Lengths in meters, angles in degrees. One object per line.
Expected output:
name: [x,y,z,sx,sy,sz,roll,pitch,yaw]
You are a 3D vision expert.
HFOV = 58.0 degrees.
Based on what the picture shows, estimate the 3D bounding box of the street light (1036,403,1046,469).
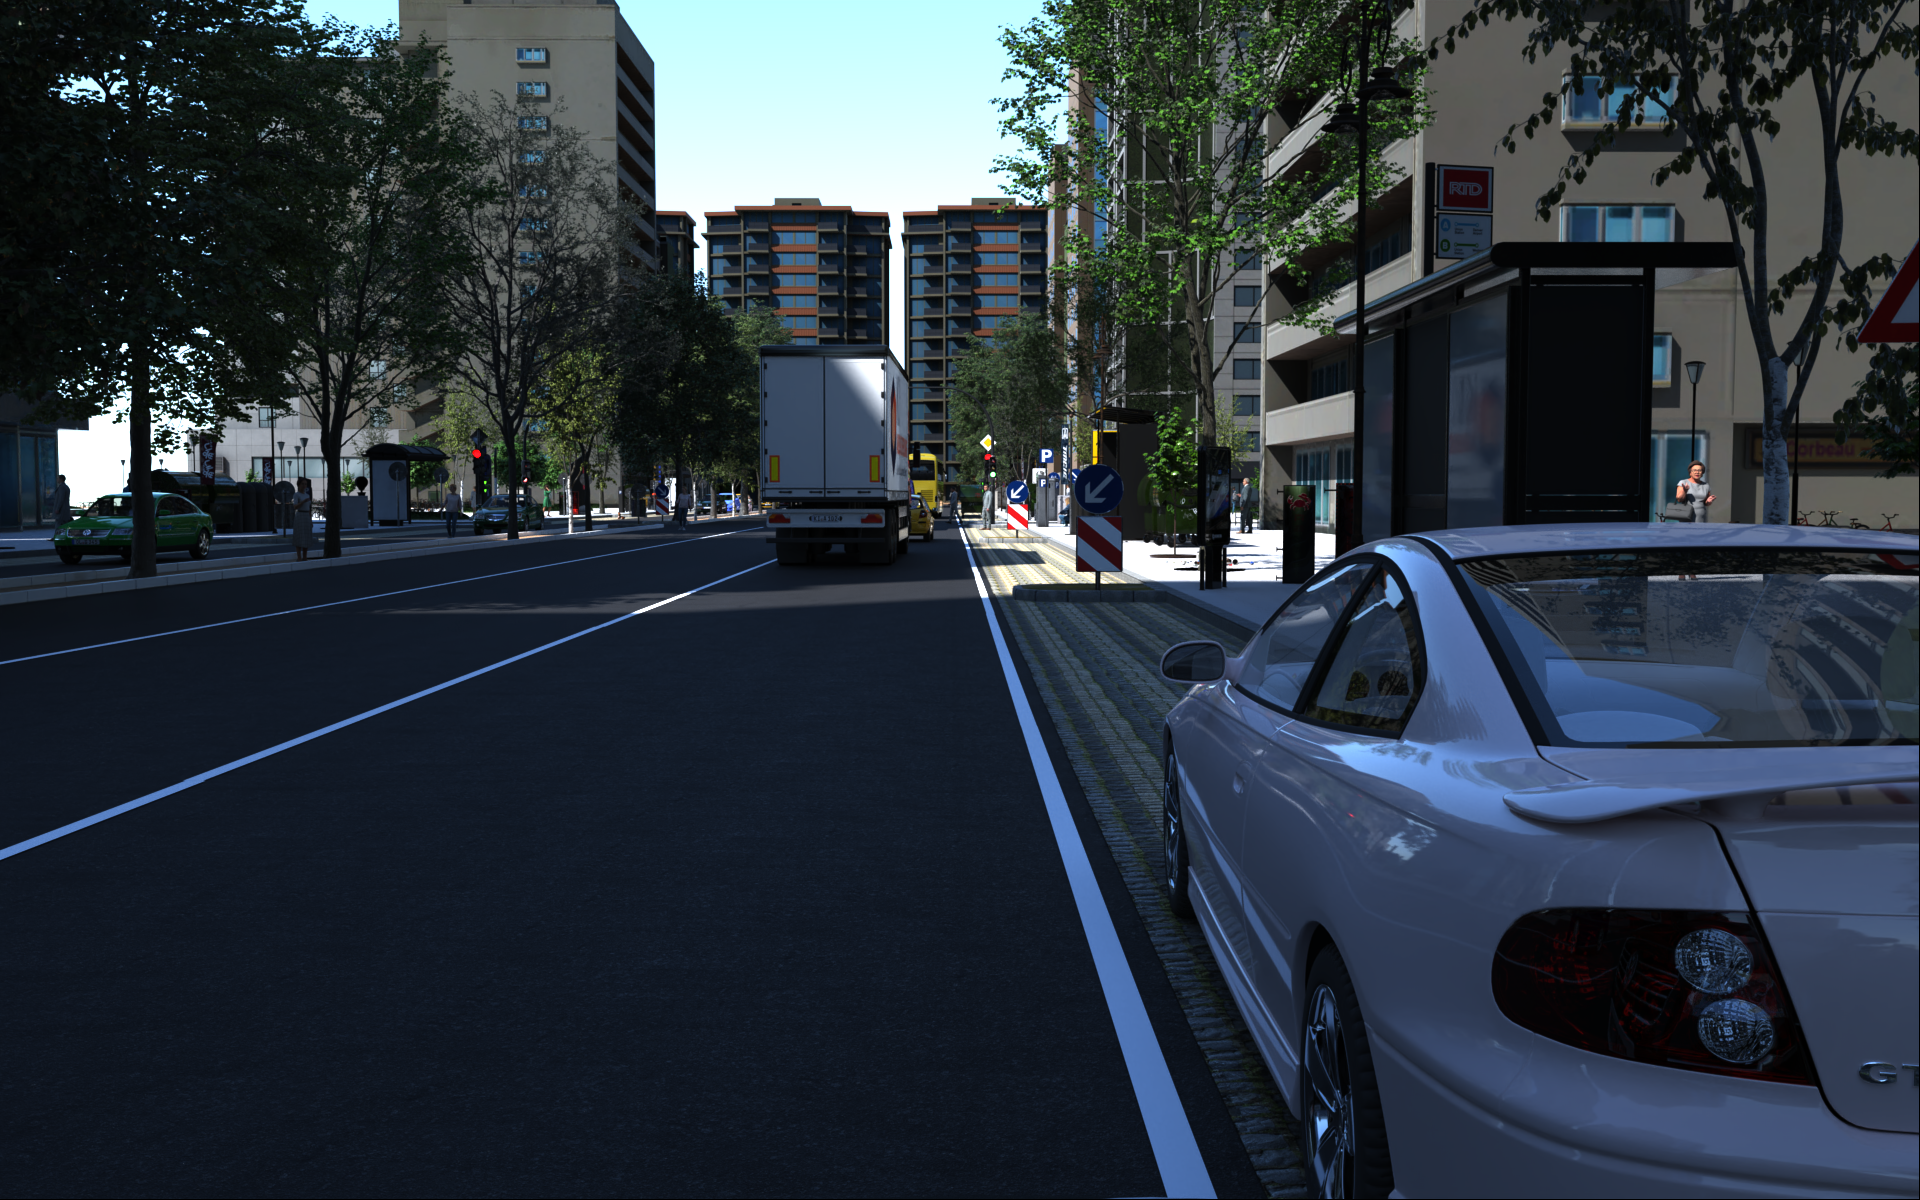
street light: [3.406,-6.113,72.741,0.468,5.910,1.993,0,4,0]

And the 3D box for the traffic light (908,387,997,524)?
traffic light: [-0.736,-6.028,73.218,4.771,5.953,1.251,0,4,0]

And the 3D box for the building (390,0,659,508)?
building: [-41.605,-33.203,166.567,21.300,48.544,21.600,0,4,0]

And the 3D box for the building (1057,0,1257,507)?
building: [21.510,-46.500,198.527,20.563,71.187,20.611,0,4,0]

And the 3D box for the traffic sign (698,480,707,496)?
traffic sign: [-22.759,-9.363,153.192,0.768,2.556,0.104,0,4,3]

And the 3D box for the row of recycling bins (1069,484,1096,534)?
row of recycling bins: [4.198,-3.062,57.179,1.069,1.692,3.534,1,4,8]

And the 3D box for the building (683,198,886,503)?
building: [-24.714,-36.948,258.725,28.867,44.769,22.147,0,4,0]

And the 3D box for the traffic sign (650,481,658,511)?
traffic sign: [-23.143,-7.887,131.077,0.606,2.300,0.079,1,4,8]

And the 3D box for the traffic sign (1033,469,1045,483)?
traffic sign: [3.220,-4.125,69.572,0.606,2.300,0.079,0,4,3]

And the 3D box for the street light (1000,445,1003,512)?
street light: [3.055,-9.445,127.214,0.468,5.910,1.993,0,4,0]

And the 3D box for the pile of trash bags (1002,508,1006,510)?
pile of trash bags: [4.414,-8.188,143.626,1.912,1.369,3.447,0,4,-2]

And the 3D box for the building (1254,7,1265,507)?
building: [20.694,-42.807,138.145,20.563,71.187,20.611,0,4,0]

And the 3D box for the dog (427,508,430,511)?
dog: [-33.264,-5.564,108.700,0.550,0.427,0.748,1,4,9]

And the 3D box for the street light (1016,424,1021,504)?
street light: [3.297,-7.713,98.903,0.468,5.910,1.993,0,4,0]

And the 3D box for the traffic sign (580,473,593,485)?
traffic sign: [-22.425,-6.348,103.901,0.768,2.556,0.104,0,4,0]

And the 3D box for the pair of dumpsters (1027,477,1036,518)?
pair of dumpsters: [4.338,-5.729,96.166,1.574,2.255,4.437,0,4,0]

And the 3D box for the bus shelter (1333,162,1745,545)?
bus shelter: [5.462,-2.514,18.737,2.179,5.291,8.768,0,4,0]

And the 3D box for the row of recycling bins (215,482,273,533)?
row of recycling bins: [-24.015,-3.132,58.327,1.069,1.692,3.534,0,3,0]

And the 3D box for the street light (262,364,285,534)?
street light: [-22.255,-5.095,56.088,0.468,5.910,1.993,0,4,0]

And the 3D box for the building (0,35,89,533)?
building: [-45.627,-26.469,52.376,30.456,49.044,23.786,0,4,0]

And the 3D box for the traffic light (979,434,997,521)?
traffic light: [1.304,-5.654,81.358,0.839,4.253,0.868,0,4,0]

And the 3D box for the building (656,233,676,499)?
building: [-38.570,-25.310,185.523,14.160,30.474,14.107,0,4,0]

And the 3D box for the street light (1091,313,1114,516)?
street light: [3.643,-4.382,44.430,0.468,5.910,1.993,0,4,0]

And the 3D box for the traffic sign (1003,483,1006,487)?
traffic sign: [3.758,-9.573,156.631,0.768,2.556,0.104,1,4,9]

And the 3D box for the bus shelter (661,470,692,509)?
bus shelter: [-24.062,-9.383,147.335,2.014,3.302,5.546,0,4,0]

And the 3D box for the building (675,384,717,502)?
building: [-45.886,-22.362,210.664,28.899,21.520,27.650,0,4,0]

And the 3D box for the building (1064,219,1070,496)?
building: [17.810,-25.091,181.943,14.160,30.474,14.107,0,4,0]

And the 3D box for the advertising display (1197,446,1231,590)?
advertising display: [3.435,-1.113,23.419,0.123,1.923,0.974,2,4,29]

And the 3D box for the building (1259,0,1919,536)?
building: [21.474,-26.097,50.391,21.300,48.544,21.600,0,4,0]

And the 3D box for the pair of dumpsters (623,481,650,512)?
pair of dumpsters: [-23.266,-7.420,123.804,1.574,2.255,4.437,0,4,0]

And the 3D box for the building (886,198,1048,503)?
building: [4.227,-36.928,258.396,28.867,44.769,22.147,0,4,0]

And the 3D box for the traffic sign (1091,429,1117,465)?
traffic sign: [5.257,-3.704,54.425,2.265,3.308,0.079,0,4,6]

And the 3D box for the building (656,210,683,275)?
building: [-54.090,-36.900,257.935,28.867,44.769,22.147,0,4,0]

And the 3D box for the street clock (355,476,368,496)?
street clock: [-24.403,-4.042,70.651,0.471,2.002,0.358,-3,4,-39]

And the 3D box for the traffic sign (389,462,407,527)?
traffic sign: [-22.081,-4.155,68.041,0.768,2.556,0.104,0,4,6]

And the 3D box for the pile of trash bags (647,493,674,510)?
pile of trash bags: [-24.473,-7.994,140.451,1.912,1.369,3.447,-1,4,-23]

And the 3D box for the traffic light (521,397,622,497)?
traffic light: [-18.266,-6.519,81.251,4.771,5.953,1.251,0,4,0]

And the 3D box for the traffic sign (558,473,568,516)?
traffic sign: [-23.538,-6.289,102.935,0.768,2.556,0.104,0,4,6]

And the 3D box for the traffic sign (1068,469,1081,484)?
traffic sign: [5.801,-5.311,86.946,0.768,2.556,0.104,0,4,0]

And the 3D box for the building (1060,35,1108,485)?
building: [17.764,-31.636,167.362,14.600,45.320,14.200,0,4,0]

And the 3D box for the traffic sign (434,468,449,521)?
traffic sign: [-24.866,-5.073,83.049,0.768,2.556,0.104,0,4,5]

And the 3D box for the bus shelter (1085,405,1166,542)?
bus shelter: [4.644,-3.532,49.030,1.731,3.624,6.357,0,4,0]

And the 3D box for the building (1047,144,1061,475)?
building: [18.251,-34.652,216.669,14.600,45.320,14.200,0,4,0]

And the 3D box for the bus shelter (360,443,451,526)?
bus shelter: [-22.769,-4.742,71.463,2.014,3.302,5.546,0,4,0]

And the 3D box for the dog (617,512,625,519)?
dog: [-19.303,-4.786,98.449,0.550,0.427,0.748,-1,4,-18]

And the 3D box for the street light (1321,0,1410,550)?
street light: [3.727,-2.650,16.118,0.468,5.910,1.993,0,4,0]

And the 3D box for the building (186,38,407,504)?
building: [-74.080,-37.925,209.315,27.495,52.752,28.713,0,4,0]

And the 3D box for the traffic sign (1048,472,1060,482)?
traffic sign: [5.463,-6.177,101.095,0.768,2.556,0.104,0,4,5]

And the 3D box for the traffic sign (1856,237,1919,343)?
traffic sign: [3.600,-0.373,6.108,0.884,2.594,0.081,0,4,7]

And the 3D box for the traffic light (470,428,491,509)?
traffic light: [-20.305,-5.156,73.217,0.839,4.253,0.868,0,4,0]

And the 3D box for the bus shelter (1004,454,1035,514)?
bus shelter: [3.602,-6.922,104.456,1.731,3.624,6.357,0,4,0]
